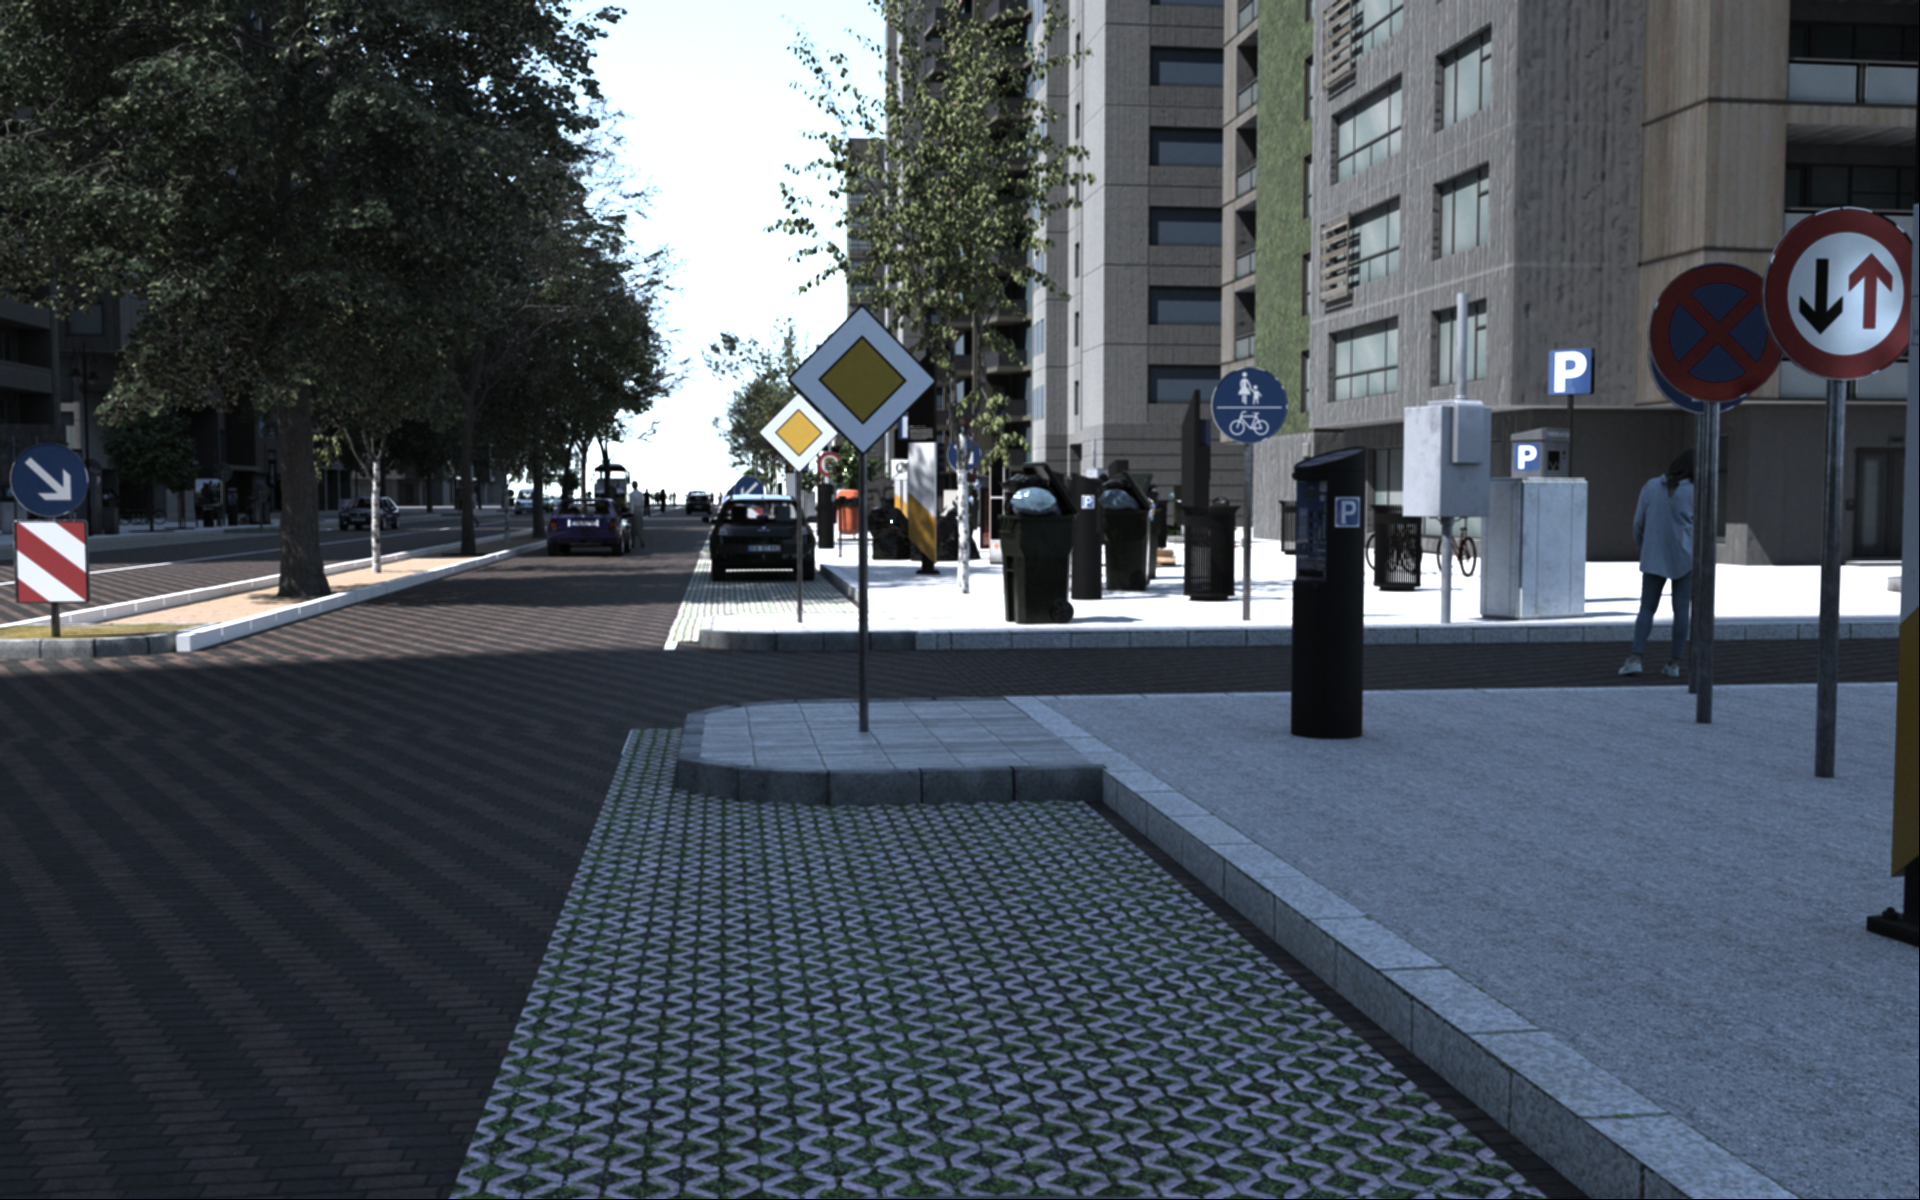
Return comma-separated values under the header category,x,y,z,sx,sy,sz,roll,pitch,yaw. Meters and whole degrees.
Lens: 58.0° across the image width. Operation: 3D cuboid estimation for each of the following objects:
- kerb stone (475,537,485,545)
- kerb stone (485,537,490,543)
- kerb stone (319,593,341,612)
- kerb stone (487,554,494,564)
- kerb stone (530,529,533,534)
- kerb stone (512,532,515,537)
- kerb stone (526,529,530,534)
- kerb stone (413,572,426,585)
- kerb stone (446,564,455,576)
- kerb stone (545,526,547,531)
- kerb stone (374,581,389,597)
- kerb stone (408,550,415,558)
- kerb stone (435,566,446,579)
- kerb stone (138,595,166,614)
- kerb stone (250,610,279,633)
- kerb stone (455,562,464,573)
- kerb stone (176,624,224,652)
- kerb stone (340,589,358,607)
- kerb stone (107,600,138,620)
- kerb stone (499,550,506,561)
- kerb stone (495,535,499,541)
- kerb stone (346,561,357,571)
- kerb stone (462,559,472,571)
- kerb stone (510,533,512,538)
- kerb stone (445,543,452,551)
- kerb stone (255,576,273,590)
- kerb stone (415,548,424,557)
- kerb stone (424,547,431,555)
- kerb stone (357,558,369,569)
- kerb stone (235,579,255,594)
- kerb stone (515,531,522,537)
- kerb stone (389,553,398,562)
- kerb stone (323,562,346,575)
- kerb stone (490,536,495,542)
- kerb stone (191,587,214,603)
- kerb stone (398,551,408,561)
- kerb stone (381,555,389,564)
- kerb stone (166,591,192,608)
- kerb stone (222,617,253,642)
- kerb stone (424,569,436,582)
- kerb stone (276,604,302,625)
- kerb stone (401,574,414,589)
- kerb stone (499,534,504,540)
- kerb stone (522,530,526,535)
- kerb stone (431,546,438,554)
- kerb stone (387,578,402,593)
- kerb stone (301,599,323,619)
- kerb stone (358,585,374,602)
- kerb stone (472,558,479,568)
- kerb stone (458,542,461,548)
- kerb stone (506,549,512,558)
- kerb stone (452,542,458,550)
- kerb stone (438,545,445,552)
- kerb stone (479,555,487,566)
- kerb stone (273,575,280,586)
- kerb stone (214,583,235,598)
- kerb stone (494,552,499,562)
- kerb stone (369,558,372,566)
category,x,y,z,sx,sy,sz,roll,pitch,yaw
kerb stone,-13.760,-1.669,49.477,0.120,0.150,1.000,0,4,-8
kerb stone,-13.898,-1.731,50.489,0.120,0.150,1.000,0,4,-8
kerb stone,-7.819,0.055,21.320,0.120,0.150,1.000,0,4,-8
kerb stone,-9.753,-0.811,35.544,0.120,0.150,1.000,0,4,-8
kerb stone,-15.422,-2.414,61.662,0.120,0.150,1.000,0,4,-8
kerb stone,-14.736,-2.104,56.588,0.120,0.150,1.000,0,4,-8
kerb stone,-15.279,-2.352,60.651,0.120,0.150,1.000,0,4,-8
kerb stone,-8.649,-0.319,27.421,0.120,0.150,1.000,0,4,-8
kerb stone,-9.065,-0.506,30.474,0.120,0.150,1.000,0,4,-8
kerb stone,-16.529,-2.904,69.793,0.120,0.150,1.000,0,4,-8
kerb stone,-8.233,-0.128,24.374,0.120,0.150,1.000,0,4,-8
kerb stone,-12.251,-0.985,38.303,0.120,0.150,1.000,0,4,-8
kerb stone,-8.924,-0.444,29.456,0.120,0.150,1.000,0,4,-8
kerb stone,-9.898,0.071,21.037,0.120,0.150,1.000,0,4,-8
kerb stone,-7.406,0.243,18.274,0.120,0.150,1.000,0,4,-8
kerb stone,-9.203,-0.562,31.492,0.120,0.150,1.000,0,4,-8
kerb stone,-7.132,0.364,16.244,0.120,0.150,1.000,0,4,-8
kerb stone,-7.960,-0.008,22.333,0.120,0.150,1.000,0,4,-8
kerb stone,-9.765,0.133,20.018,0.120,0.150,1.000,0,4,-8
kerb stone,-10.022,-0.941,37.574,0.120,0.150,1.000,0,4,-8
kerb stone,-14.180,-1.855,52.527,0.120,0.150,1.000,0,4,-8
kerb stone,-11.423,-0.612,32.206,0.120,0.150,1.000,0,4,-8
kerb stone,-9.344,-0.631,32.504,0.120,0.150,1.000,0,4,-8
kerb stone,-14.591,-2.041,55.570,0.120,0.150,1.000,0,4,-8
kerb stone,-12.934,-1.293,43.373,0.120,0.150,1.000,0,4,-8
kerb stone,-10.591,-0.236,26.110,0.120,0.150,1.000,0,4,-8
kerb stone,-12.381,-1.042,39.317,0.120,0.150,1.000,0,4,-8
kerb stone,-12.522,-1.109,40.335,0.120,0.150,1.000,0,4,-8
kerb stone,-11.549,-0.674,33.222,0.120,0.150,1.000,0,4,-8
kerb stone,-10.459,-0.174,25.097,0.120,0.150,1.000,0,4,-8
kerb stone,-15.014,-2.228,58.620,0.120,0.150,1.000,0,4,-8
kerb stone,-11.974,-0.853,36.264,0.120,0.150,1.000,0,4,-8
kerb stone,-11.285,-0.548,31.192,0.120,0.150,1.000,0,4,-8
kerb stone,-14.044,-1.793,51.514,0.120,0.150,1.000,0,4,-8
kerb stone,-10.176,-0.052,23.072,0.120,0.150,1.000,0,4,-8
kerb stone,-12.098,-0.923,37.281,0.120,0.150,1.000,0,4,-8
kerb stone,-11.833,-0.798,35.249,0.120,0.150,1.000,0,4,-8
kerb stone,-10.035,0.009,22.054,0.120,0.150,1.000,0,4,-8
kerb stone,-7.267,0.304,17.257,0.120,0.150,1.000,0,4,-8
kerb stone,-8.788,-0.382,28.440,0.120,0.150,1.000,0,4,-8
kerb stone,-7.545,0.178,19.286,0.120,0.150,1.000,0,4,-8
kerb stone,-8.507,-0.257,26.400,0.120,0.150,1.000,0,4,-8
kerb stone,-14.314,-1.914,53.540,0.120,0.150,1.000,0,4,-8
kerb stone,-15.144,-2.285,59.638,0.120,0.150,1.000,0,4,-8
kerb stone,-12.658,-1.170,41.348,0.120,0.150,1.000,0,4,-8
kerb stone,-8.366,-0.195,25.387,0.120,0.150,1.000,0,4,-8
kerb stone,-7.677,0.120,20.300,0.120,0.150,1.000,0,4,-8
kerb stone,-8.096,-0.071,23.361,0.120,0.150,1.000,0,4,-8
kerb stone,-9.482,-0.692,33.517,0.120,0.150,1.000,0,4,-8
kerb stone,-13.206,-1.420,45.408,0.120,0.150,1.000,0,4,-8
kerb stone,-10.163,-1.003,38.591,0.120,0.150,1.000,0,4,-8
kerb stone,-13.074,-1.350,44.395,0.120,0.150,1.000,0,4,-8
kerb stone,-12.804,-1.233,42.360,0.120,0.150,1.000,0,4,-8
kerb stone,-9.609,-0.754,34.531,0.120,0.150,1.000,0,4,-8
kerb stone,-10.736,-0.301,27.122,0.120,0.150,1.000,0,4,-8
kerb stone,-10.322,-0.108,24.084,0.120,0.150,1.000,0,4,-8
kerb stone,-9.903,-0.879,36.559,0.120,0.150,1.000,0,4,-8
kerb stone,-11.701,-0.733,34.236,0.120,0.150,1.000,0,4,-8
